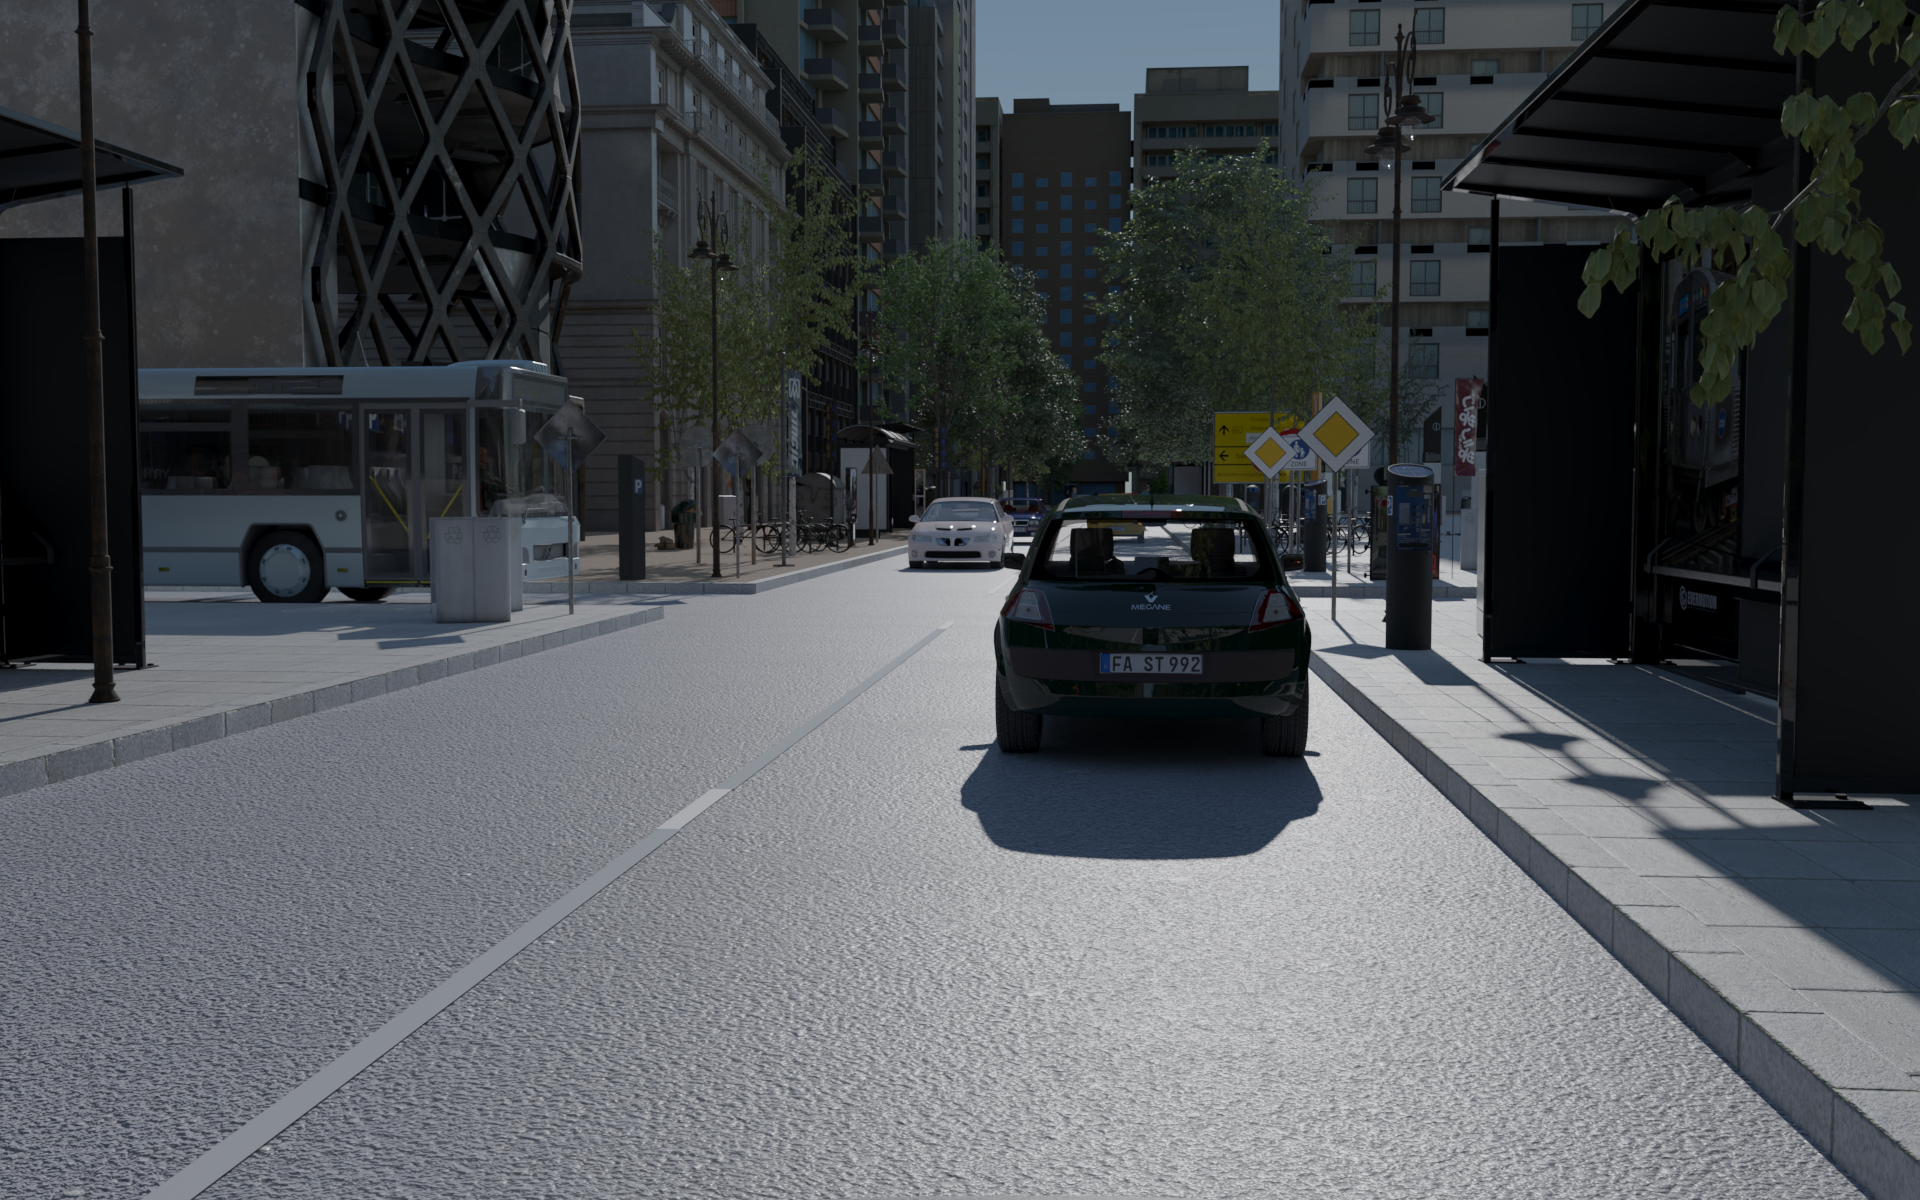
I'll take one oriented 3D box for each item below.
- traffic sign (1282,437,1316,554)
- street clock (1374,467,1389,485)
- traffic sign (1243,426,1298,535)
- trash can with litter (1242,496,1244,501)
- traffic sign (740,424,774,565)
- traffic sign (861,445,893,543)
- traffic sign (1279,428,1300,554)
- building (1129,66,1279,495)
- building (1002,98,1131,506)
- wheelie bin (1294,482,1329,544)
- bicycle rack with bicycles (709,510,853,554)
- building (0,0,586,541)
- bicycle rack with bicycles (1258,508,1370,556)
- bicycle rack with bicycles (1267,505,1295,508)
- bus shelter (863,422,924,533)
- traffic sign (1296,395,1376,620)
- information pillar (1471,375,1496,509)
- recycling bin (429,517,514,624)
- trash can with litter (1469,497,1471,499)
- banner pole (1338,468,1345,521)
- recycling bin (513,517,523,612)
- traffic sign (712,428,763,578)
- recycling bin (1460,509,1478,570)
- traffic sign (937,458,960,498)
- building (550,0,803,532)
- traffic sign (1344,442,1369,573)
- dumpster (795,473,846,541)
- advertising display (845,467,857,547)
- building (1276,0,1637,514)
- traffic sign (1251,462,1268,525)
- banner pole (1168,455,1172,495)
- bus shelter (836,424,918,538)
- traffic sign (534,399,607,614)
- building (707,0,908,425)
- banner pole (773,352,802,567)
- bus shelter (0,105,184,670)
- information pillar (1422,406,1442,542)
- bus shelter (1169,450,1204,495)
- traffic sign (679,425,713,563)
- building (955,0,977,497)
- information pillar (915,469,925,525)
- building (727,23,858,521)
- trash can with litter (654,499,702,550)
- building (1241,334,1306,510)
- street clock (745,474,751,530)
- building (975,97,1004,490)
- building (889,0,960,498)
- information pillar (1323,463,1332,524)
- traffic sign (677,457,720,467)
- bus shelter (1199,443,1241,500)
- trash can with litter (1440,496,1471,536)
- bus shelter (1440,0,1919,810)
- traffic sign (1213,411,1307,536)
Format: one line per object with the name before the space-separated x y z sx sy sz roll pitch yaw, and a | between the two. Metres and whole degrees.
traffic sign | 5.914 -1.720 30.258 0.606 2.300 0.079 1 4 12
street clock | 11.248 -2.534 46.007 0.471 2.002 0.358 0 4 -6
traffic sign | 4.574 -1.342 25.586 0.795 2.450 0.064 0 4 5
trash can with litter | 13.741 -4.489 84.781 0.624 1.170 1.055 1 4 12
traffic sign | -3.755 -1.917 31.455 0.768 2.556 0.104 1 4 15
traffic sign | -2.186 -2.791 45.638 0.884 2.594 0.081 1 4 15
traffic sign | 6.435 -2.049 33.611 0.768 2.556 0.104 0 4 7
building | 30.503 -35.260 200.196 21.600 48.544 21.300 0 4 5
building | 12.404 -33.575 199.062 14.200 45.320 14.600 0 4 5
wheelie bin | 9.086 -2.258 44.826 0.980 1.594 0.693 2 4 35
bicycle rack with bicycles | -3.711 -1.511 38.080 2.925 0.926 2.852 1 4 16
building | -18.459 -10.763 43.427 16.820 18.784 16.811 0 4 5
bicycle rack with bicycles | 7.345 -1.429 36.752 2.925 0.926 2.852 -1 4 -13
bicycle rack with bicycles | 10.092 -2.578 55.525 2.925 0.926 2.852 3 4 37
bus shelter | -2.426 -4.174 59.527 1.731 3.624 6.357 0 4 5
traffic sign | 3.815 -0.856 17.636 0.795 2.450 0.064 0 4 5
information pillar | 10.272 -2.607 33.976 0.504 3.616 0.183 1 4 22
recycling bin | -4.961 -0.305 17.545 0.722 1.027 0.722 -1 4 -21
trash can with litter | 28.136 -5.077 94.388 1.055 1.170 0.624 -3 5 -40
banner pole | 18.218 -5.683 82.927 0.401 3.779 0.863 3 5 44
recycling bin | -5.264 -0.386 18.858 0.722 1.027 0.722 2 4 28
traffic sign | -3.383 -1.390 26.363 0.795 2.450 0.064 0 4 5
recycling bin | 8.963 -1.028 29.363 0.722 1.027 0.722 3 5 40
traffic sign | -0.412 -3.858 63.076 0.884 2.594 0.081 1 4 14
building | -15.086 -13.971 70.231 13.314 21.916 24.055 0 4 5
traffic sign | 6.325 -1.589 28.110 0.606 2.300 0.079 0 4 6
dumpster | -3.886 -2.570 47.785 1.264 1.857 1.865 0 4 5
advertising display | -2.638 -2.253 42.053 0.123 1.923 0.974 0 4 6
building | 37.235 -32.629 122.718 28.713 52.752 27.495 0 4 5
traffic sign | 7.440 -2.569 42.115 0.768 2.556 0.104 1 4 14
banner pole | 11.085 -6.197 91.334 0.401 3.779 0.863 0 4 -8
bus shelter | -2.616 -3.612 52.986 2.014 3.302 5.546 0 4 6
traffic sign | -4.141 -0.903 18.414 0.795 2.450 0.064 0 4 5
building | -15.398 -28.272 116.868 22.147 44.769 28.867 0 4 5
banner pole | -3.025 -2.498 30.860 0.401 3.779 0.863 2 4 26
bus shelter | -6.753 -1.123 9.650 1.731 3.624 6.357 0 4 5
information pillar | 12.535 -3.340 45.963 0.504 3.616 0.183 -1 4 -10
bus shelter | 10.909 -5.375 81.811 2.014 3.302 5.546 0 4 6
traffic sign | -4.868 -1.961 32.174 0.768 2.556 0.104 1 4 11
building | -9.524 -44.076 158.888 20.611 71.187 20.563 0 4 5
information pillar | -1.178 -2.850 51.090 0.304 2.012 0.304 0 4 1
building | -12.658 -15.937 90.251 12.332 23.373 15.834 0 4 5
trash can with litter | -6.519 -1.750 40.001 0.624 1.170 1.055 3 4 39
building | 39.118 -18.760 151.764 27.650 21.520 28.899 0 4 5
street clock | -7.395 -3.454 61.035 0.358 2.002 0.471 0 4 0
building | -5.201 -35.479 203.776 21.600 48.544 21.300 0 4 5
building | -7.672 -27.836 138.705 14.154 41.232 14.086 0 4 5
information pillar | 14.204 -4.622 66.918 0.504 3.616 0.183 -3 5 -42
traffic sign | -5.082 -2.055 33.609 0.884 2.594 0.081 1 4 14
bus shelter | 11.113 -5.787 72.243 2.179 5.291 8.768 0 4 5
trash can with litter | 15.436 -2.616 53.829 1.678 1.210 2.233 3 5 43
bus shelter | 4.195 -1.148 10.053 1.731 3.624 6.357 0 4 5
traffic sign | 7.350 -2.978 42.561 2.265 3.308 0.079 1 4 13
